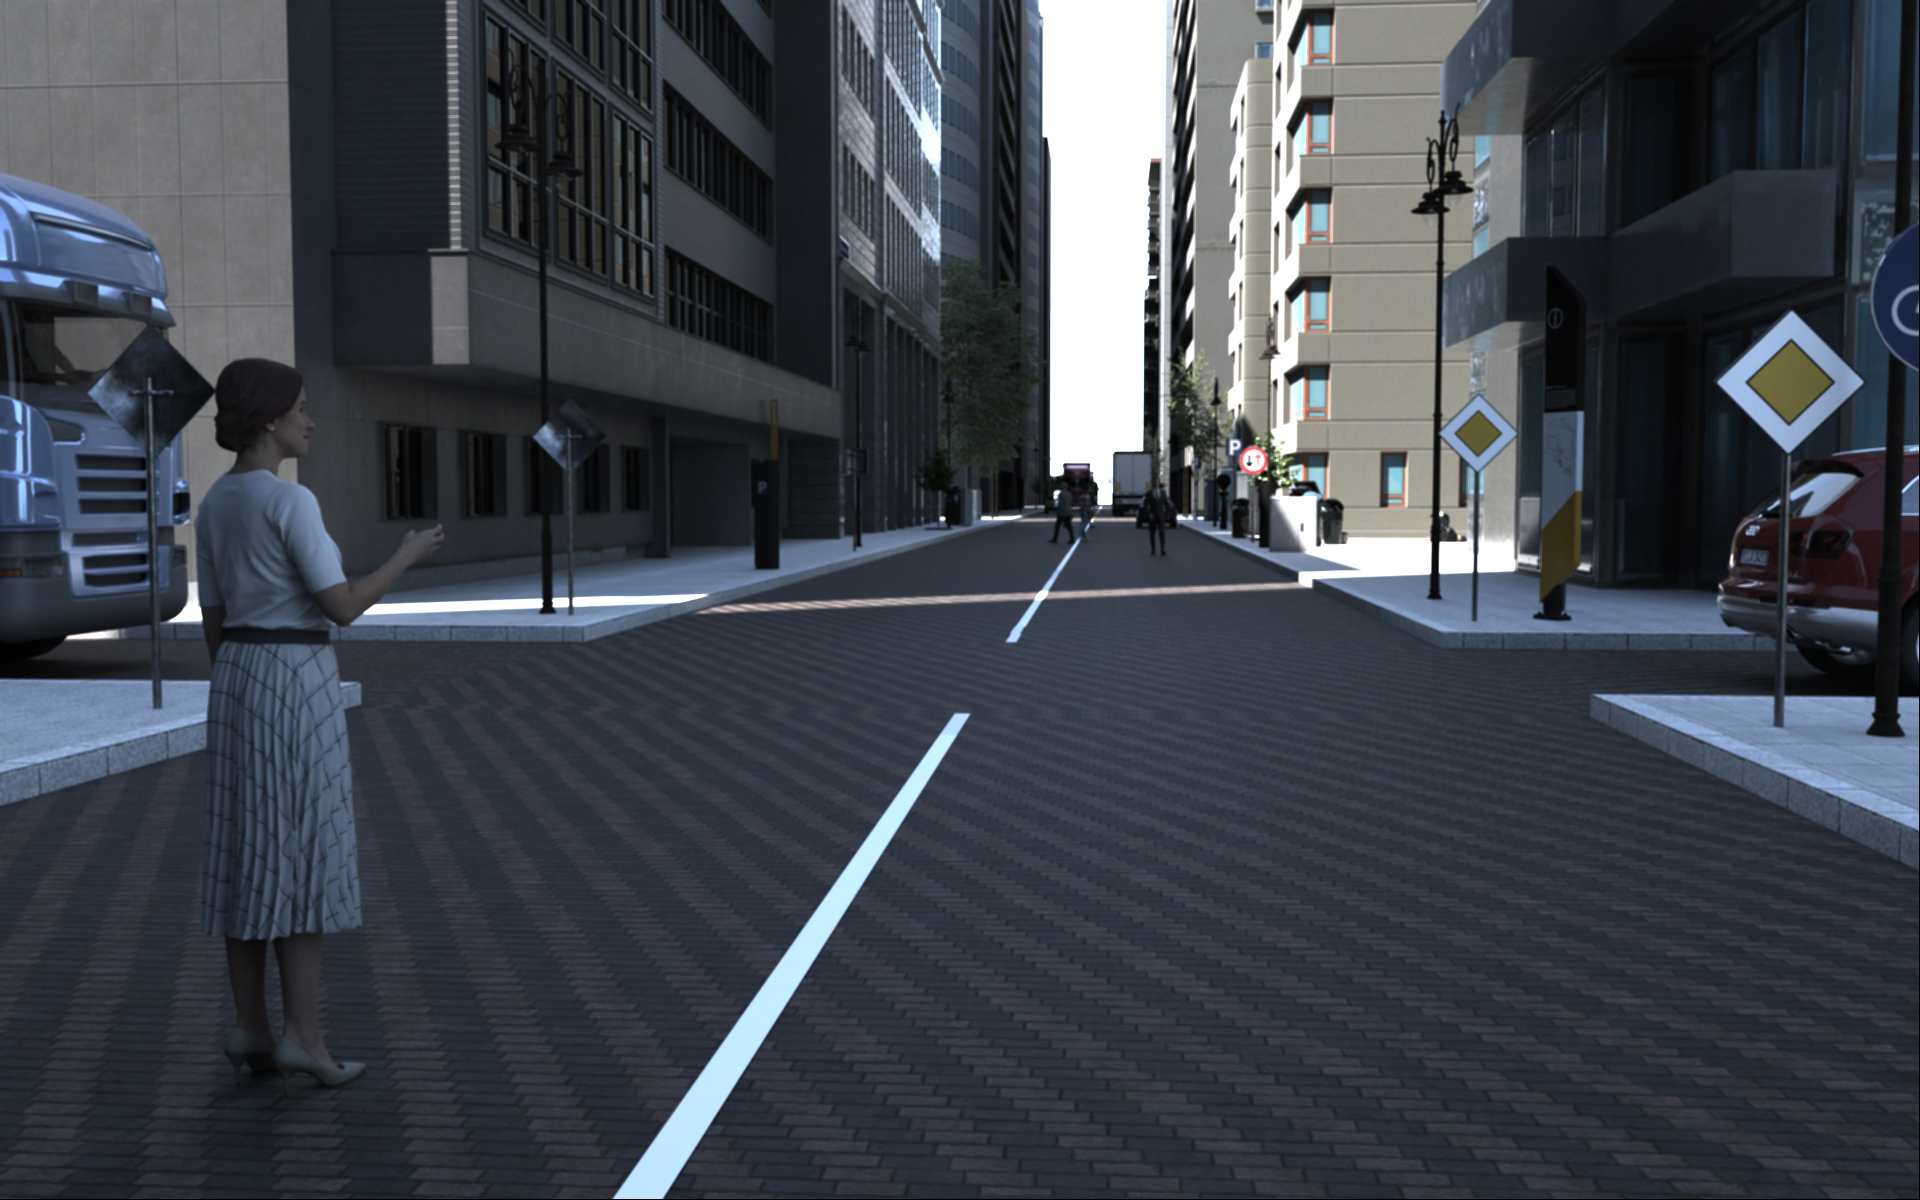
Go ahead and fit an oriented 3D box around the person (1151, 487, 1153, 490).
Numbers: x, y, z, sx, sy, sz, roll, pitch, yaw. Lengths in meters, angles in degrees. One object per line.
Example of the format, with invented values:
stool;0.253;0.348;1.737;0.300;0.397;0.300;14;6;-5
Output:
person;9.964;-4.924;89.341;0.374;1.781;0.599;1;4;13

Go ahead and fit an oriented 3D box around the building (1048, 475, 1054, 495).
building;2.229;-48.399;229.571;20.563;71.187;20.611;0;4;5

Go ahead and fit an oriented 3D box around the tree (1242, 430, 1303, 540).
tree;8.477;-3.274;48.131;1.663;3.219;1.824;0;3;0

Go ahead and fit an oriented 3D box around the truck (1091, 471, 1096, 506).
truck;15.382;-13.799;214.524;2.839;4.237;11.283;0;4;3

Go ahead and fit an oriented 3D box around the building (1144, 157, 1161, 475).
building;34.797;-34.627;220.768;22.147;44.769;28.867;0;4;5

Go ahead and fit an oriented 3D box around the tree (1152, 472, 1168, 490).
tree;17.060;-9.513;150.146;1.663;3.219;1.824;0;3;0

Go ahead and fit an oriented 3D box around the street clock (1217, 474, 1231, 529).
street clock;9.574;-3.567;62.883;0.471;2.002;0.358;3;4;38

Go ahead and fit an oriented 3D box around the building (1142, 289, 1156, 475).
building;32.648;-28.821;242.916;14.160;30.474;14.107;0;4;5

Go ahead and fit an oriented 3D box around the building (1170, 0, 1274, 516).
building;26.632;-30.789;127.100;21.300;48.544;21.600;0;4;5

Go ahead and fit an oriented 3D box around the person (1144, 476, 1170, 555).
person;4.668;-1.993;40.856;0.659;1.850;0.755;0;4;-3

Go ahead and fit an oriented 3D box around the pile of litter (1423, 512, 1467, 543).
pile of litter;13.047;-1.983;46.379;1.176;0.858;1.719;-1;4;-10

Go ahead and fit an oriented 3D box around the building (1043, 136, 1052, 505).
building;4.092;-34.413;212.762;14.600;45.320;14.200;0;4;5

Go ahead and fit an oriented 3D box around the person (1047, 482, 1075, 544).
person;2.965;-2.537;50.371;0.834;1.777;0.661;2;4;34

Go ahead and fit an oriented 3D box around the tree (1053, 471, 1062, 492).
tree;14.199;-16.030;245.805;4.285;4.588;4.351;0;3;0

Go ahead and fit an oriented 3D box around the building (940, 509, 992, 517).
building;-9.372;-34.577;107.338;21.231;58.520;28.212;0;4;5

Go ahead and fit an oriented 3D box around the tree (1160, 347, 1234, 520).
tree;11.909;-8.323;86.437;4.737;8.622;4.395;0;3;0

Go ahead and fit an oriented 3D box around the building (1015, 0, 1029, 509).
building;-1.244;-30.610;150.583;14.600;45.320;14.200;0;4;5

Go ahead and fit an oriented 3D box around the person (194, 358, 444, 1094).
person;-1.592;0.295;4.249;0.480;1.755;0.524;2;4;30

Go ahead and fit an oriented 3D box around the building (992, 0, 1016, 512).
building;-6.984;-31.112;132.389;21.300;48.544;21.600;0;4;5

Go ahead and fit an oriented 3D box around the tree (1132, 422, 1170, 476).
tree;19.661;-13.849;176.787;4.360;8.622;3.978;0;3;0

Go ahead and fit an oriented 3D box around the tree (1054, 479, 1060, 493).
tree;9.917;-11.864;188.583;1.663;3.219;1.824;0;3;0

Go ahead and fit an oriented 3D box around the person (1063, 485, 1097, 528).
person;5.117;-3.980;73.790;1.509;1.804;0.699;-1;4;-8

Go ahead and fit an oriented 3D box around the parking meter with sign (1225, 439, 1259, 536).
parking meter with sign;8.946;-3.528;53.949;0.543;3.016;1.738;-1;4;-21

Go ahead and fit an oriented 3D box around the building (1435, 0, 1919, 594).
building;22.897;-24.816;25.351;30.456;49.044;23.786;0;4;5

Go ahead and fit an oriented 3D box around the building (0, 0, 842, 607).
building;-11.613;-13.150;34.065;14.314;24.678;30.058;0;4;5

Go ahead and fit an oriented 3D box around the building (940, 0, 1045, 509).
building;-1.819;-39.732;191.623;21.231;58.520;28.212;0;4;5

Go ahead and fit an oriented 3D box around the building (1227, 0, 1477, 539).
building;24.667;-13.294;62.391;27.650;21.520;28.899;0;4;5

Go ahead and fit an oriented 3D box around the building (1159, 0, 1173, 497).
building;32.734;-39.749;191.896;21.231;58.520;28.212;0;4;5

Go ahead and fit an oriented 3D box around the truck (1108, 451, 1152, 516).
truck;11.528;-7.837;117.041;2.839;4.237;11.283;0;4;4

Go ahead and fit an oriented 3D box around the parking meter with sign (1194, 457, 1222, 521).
parking meter with sign;12.007;-5.265;82.341;1.738;3.016;0.543;-1;4;-21

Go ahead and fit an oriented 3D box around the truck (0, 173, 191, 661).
truck;-15.272;-1.497;14.239;18.799;4.110;2.967;0;4;4

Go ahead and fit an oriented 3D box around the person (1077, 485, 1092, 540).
person;3.853;-2.713;53.689;0.643;1.720;0.563;-2;4;-24

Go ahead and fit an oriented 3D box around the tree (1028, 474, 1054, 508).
tree;7.429;-10.310;163.165;1.663;3.219;1.824;0;3;0

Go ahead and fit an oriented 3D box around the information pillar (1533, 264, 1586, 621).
information pillar;6.093;-1.601;17.534;0.183;3.616;0.504;-2;4;-24

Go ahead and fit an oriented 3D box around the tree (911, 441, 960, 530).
tree;-0.778;-4.159;62.594;1.663;3.219;1.824;0;3;0

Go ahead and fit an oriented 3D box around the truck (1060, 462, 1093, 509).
truck;10.479;-10.160;155.030;2.839;4.237;11.283;0;4;4

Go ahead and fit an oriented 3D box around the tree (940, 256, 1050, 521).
tree;0.406;-10.114;83.492;7.486;12.596;7.792;0;3;0

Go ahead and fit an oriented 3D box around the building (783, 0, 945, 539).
building;-7.515;-17.495;63.543;11.434;29.767;29.804;0;4;5
